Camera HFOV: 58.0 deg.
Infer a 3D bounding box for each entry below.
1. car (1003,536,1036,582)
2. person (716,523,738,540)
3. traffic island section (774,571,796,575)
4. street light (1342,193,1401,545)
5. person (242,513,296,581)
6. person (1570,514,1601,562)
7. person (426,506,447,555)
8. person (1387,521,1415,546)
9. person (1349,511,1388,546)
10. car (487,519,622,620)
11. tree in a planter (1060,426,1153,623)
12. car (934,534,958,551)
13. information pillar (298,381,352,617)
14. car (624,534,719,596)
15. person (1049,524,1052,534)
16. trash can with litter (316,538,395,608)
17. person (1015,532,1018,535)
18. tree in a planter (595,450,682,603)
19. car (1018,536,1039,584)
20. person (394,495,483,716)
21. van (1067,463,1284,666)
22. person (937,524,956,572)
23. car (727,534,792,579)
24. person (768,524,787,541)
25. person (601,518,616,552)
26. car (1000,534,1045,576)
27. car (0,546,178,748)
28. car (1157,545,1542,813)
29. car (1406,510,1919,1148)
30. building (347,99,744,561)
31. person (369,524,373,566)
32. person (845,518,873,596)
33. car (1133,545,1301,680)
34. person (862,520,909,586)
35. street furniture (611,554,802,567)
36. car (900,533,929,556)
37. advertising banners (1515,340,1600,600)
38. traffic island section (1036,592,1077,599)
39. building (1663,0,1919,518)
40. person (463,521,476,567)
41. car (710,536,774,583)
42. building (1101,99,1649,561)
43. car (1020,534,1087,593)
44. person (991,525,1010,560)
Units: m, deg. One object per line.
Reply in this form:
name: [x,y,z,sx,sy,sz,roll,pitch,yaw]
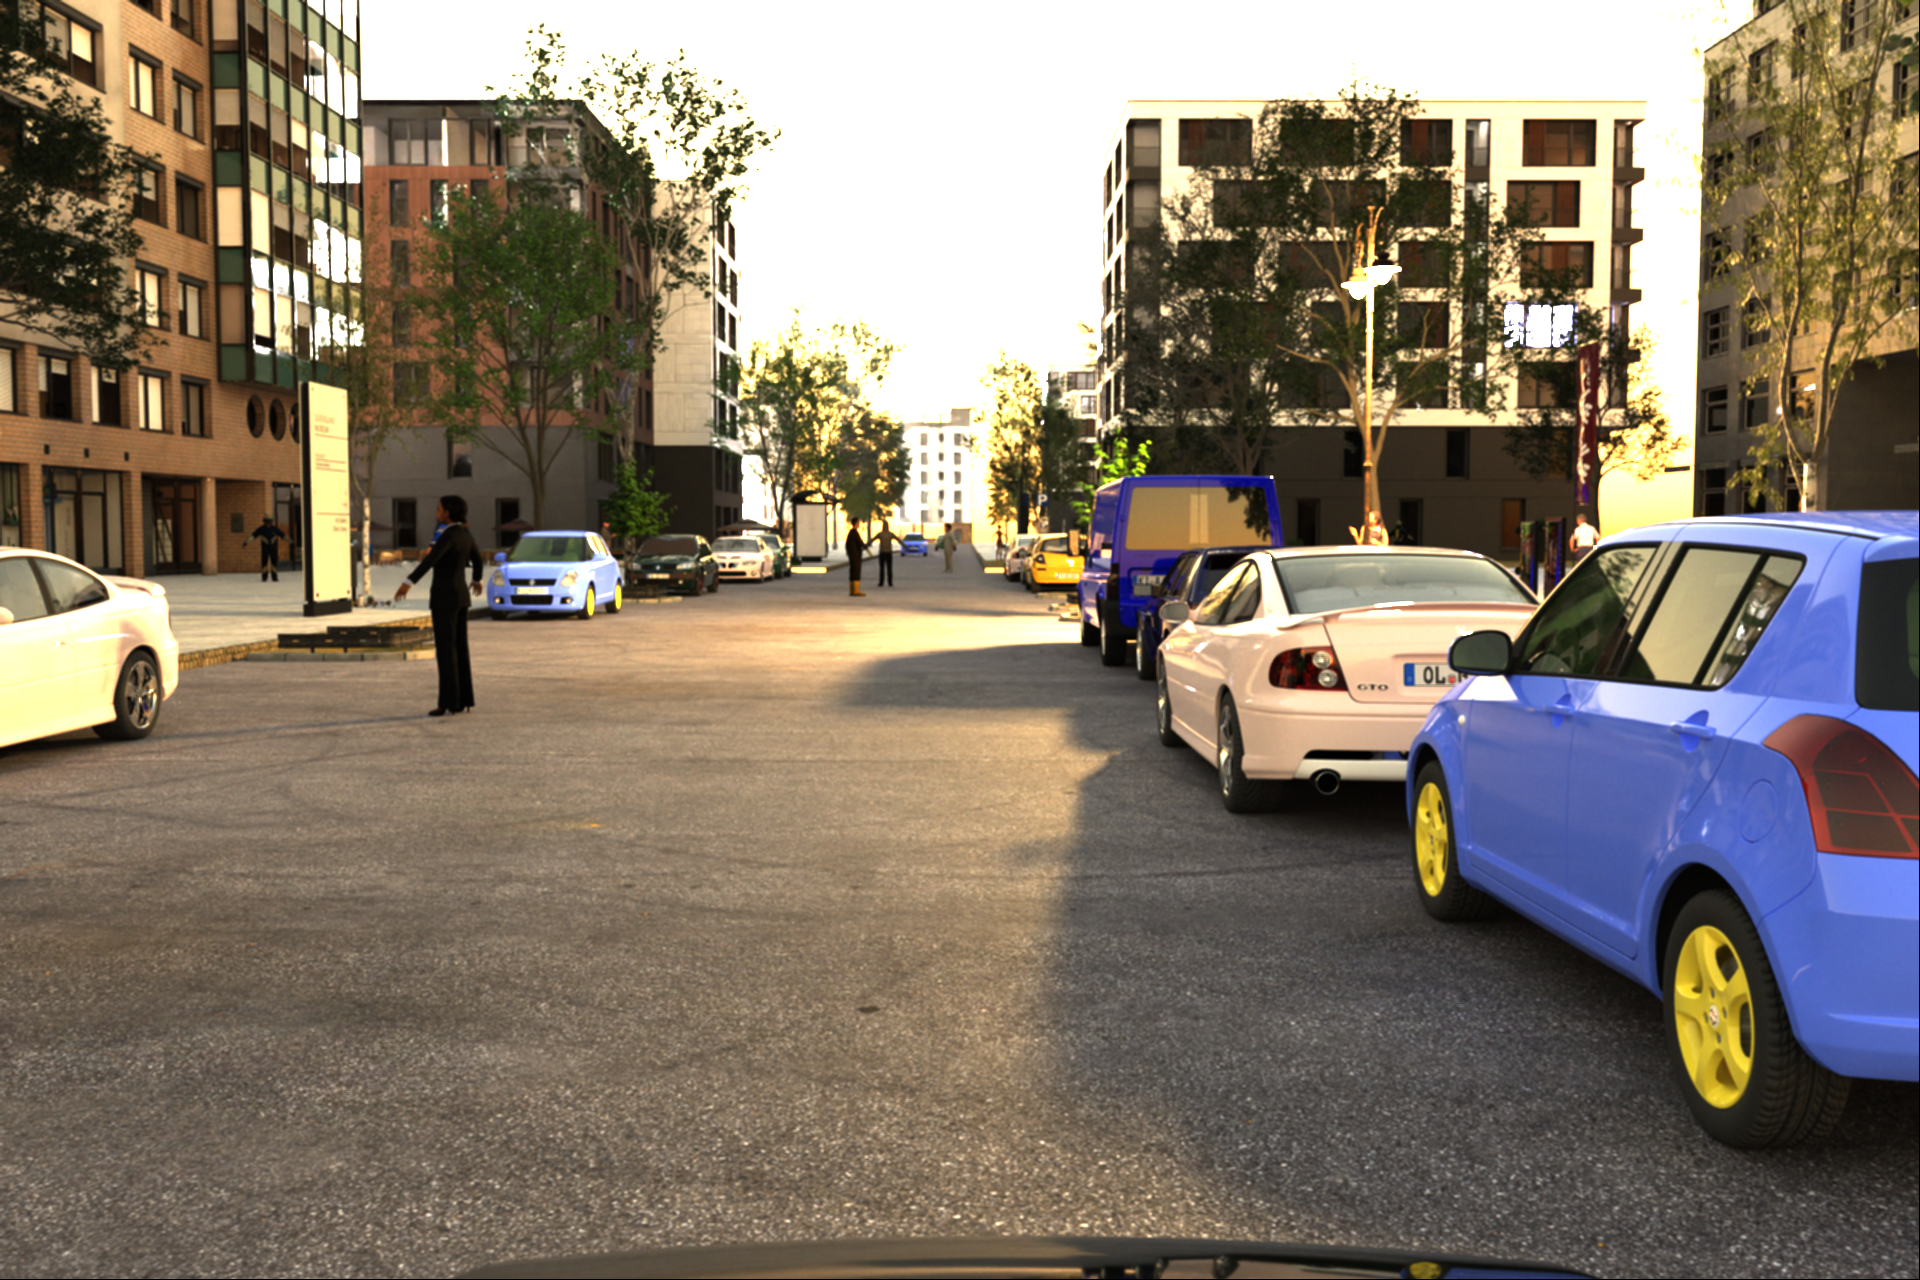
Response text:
car: [2.380,-2.514,53.470,2.083,1.381,4.827,0,4,0]
person: [-11.593,-4.926,86.691,1.345,1.843,0.704,-1,4,-19]
traffic island section: [-6.873,-2.382,61.806,1.991,0.108,1.994,0,4,0]
street light: [5.646,-3.129,23.940,0.468,5.910,1.993,0,4,0]
person: [-18.720,-2.511,46.925,1.351,1.845,0.704,-2,4,-27]
person: [13.483,-1.865,37.481,0.756,1.711,0.436,0,4,-7]
person: [-9.896,-1.656,33.056,0.704,1.831,1.345,0,4,-3]
person: [18.810,-4.187,74.231,1.354,1.856,0.705,2,4,31]
person: [6.472,-1.218,27.430,0.593,1.643,0.415,-1,4,-17]
car: [-7.009,-1.254,30.091,1.945,1.707,3.694,0,4,0]
tree in a planter: [2.664,-1.919,28.595,1.991,3.239,1.994,0,4,1]
car: [-1.221,-8.379,148.793,2.131,1.459,4.920,0,3,0]
information pillar: [-10.078,-2.215,27.528,0.184,3.620,1.656,0,4,0]
car: [-6.824,-1.922,41.204,2.009,1.686,4.222,0,4,0]
person: [4.723,-5.208,91.344,0.705,1.806,1.347,1,4,16]
trash can with litter: [-10.741,-1.227,31.114,1.678,1.210,2.233,0,4,-1]
person: [3.652,-5.806,100.701,1.354,1.858,0.705,-2,4,-30]
tree in a planter: [-6.986,-2.418,36.763,1.991,3.239,1.994,0,4,1]
car: [2.649,-2.201,47.995,2.014,1.417,4.499,0,4,-1]
person: [-4.115,-0.281,13.779,0.721,1.740,1.216,1,4,14]
van: [2.479,-0.983,20.453,2.240,2.365,5.245,0,4,-1]
person: [-0.464,-3.461,65.238,0.705,1.806,1.347,-2,4,-30]
car: [-6.592,-2.763,56.974,2.131,1.459,4.920,0,3,0]
person: [-9.648,-5.128,90.120,1.348,1.796,0.705,0,4,4]
person: [-10.478,-2.777,51.970,0.750,1.759,0.617,1,4,17]
car: [2.443,-2.852,58.431,2.131,1.459,4.920,0,4,-1]
car: [-6.624,0.098,10.752,2.083,1.381,4.827,0,3,0]
car: [2.284,0.128,10.272,2.083,1.381,4.827,0,3,0]
car: [2.585,0.260,5.347,1.945,1.707,3.694,0,4,-1]
building: [-28.269,-15.538,98.021,27.936,21.610,32.646,0,3,0]
person: [-23.551,-3.835,68.830,0.704,1.817,1.347,-2,4,-23]
person: [-2.397,-1.930,40.147,0.704,1.812,1.346,-2,4,-27]
car: [2.605,-0.201,15.866,1.945,1.354,3.894,0,4,0]
person: [-2.041,-2.378,47.467,1.348,1.813,0.705,-1,4,-9]
street furniture: [-11.527,-3.247,68.711,10.072,0.657,5.734,2,4,30]
car: [-2.987,-6.310,112.754,1.945,1.707,3.694,0,3,0]
advertising banners: [5.748,-1.256,16.729,0.090,3.025,2.074,0,4,0]
traffic island section: [2.729,-0.994,39.120,1.991,0.108,1.994,0,4,0]
building: [28.707,-13.843,44.743,11.959,24.771,22.079,0,4,0]
person: [-19.041,-3.711,66.895,0.704,1.802,1.346,0,4,7]
car: [-6.658,-2.418,51.899,2.083,1.381,4.827,0,3,0]
building: [21.737,-15.548,98.192,27.936,21.610,32.646,0,4,0]
car: [2.535,-2.019,43.227,2.015,1.641,3.980,0,4,-1]
person: [1.994,-4.803,85.336,1.217,1.733,0.721,3,5,43]
